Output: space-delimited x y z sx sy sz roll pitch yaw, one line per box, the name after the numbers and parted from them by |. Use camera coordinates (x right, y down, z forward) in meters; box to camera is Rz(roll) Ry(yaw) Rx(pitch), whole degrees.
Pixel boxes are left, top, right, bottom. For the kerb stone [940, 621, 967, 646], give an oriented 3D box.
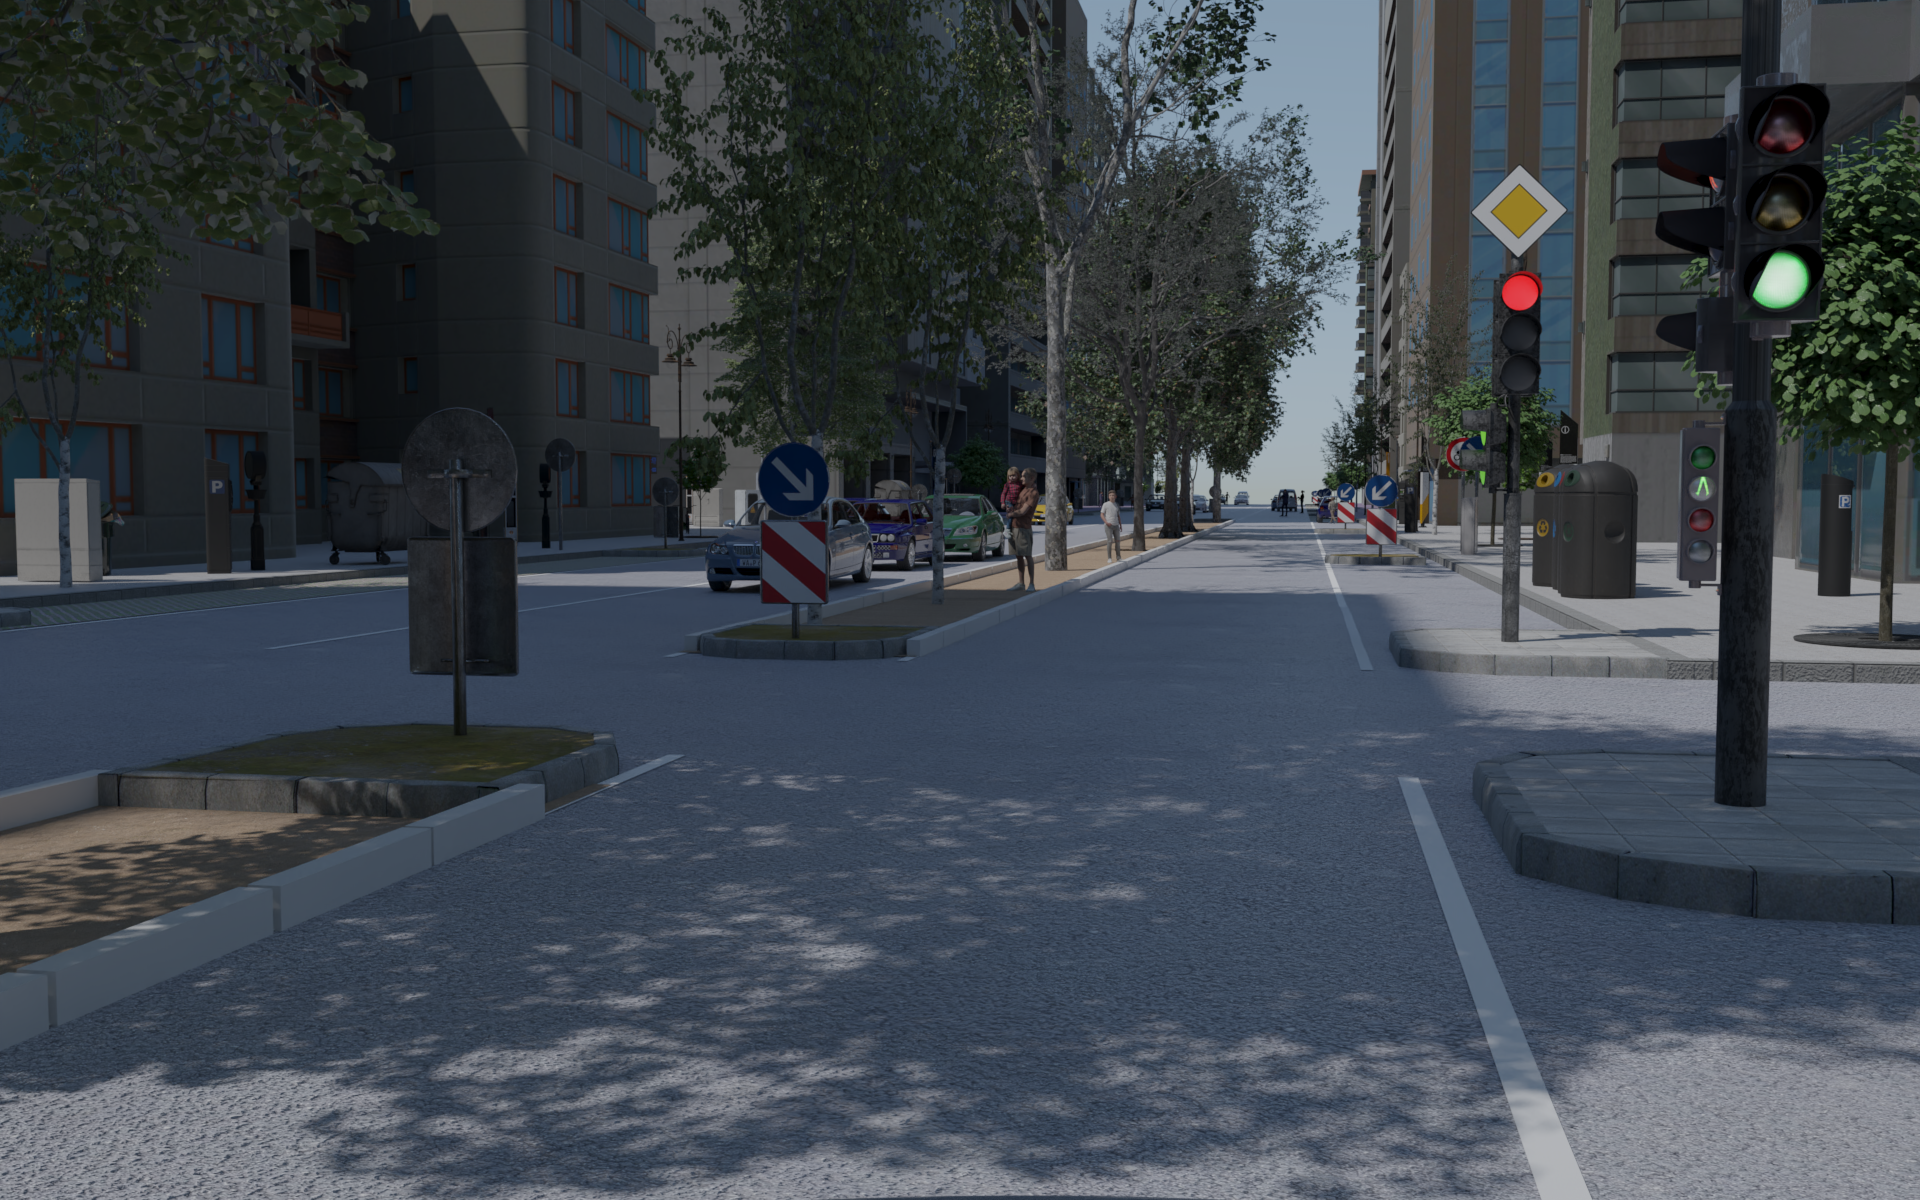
-0.114 0.334 16.727 0.120 0.150 1.000 1 4 11 | kerb stone

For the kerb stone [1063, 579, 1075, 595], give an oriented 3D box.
1.481 -0.157 24.769 0.120 0.150 1.000 1 4 11 | kerb stone

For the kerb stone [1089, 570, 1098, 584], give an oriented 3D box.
2.058 -0.341 27.790 0.120 0.150 1.000 1 4 11 | kerb stone

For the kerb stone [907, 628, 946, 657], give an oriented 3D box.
-0.313 0.396 15.724 0.120 0.150 1.000 1 4 11 | kerb stone

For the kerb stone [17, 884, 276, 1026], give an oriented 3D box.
-2.391 1.042 5.158 0.120 0.150 1.000 1 4 11 | kerb stone

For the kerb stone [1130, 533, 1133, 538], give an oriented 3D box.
5.368 -2.031 55.398 0.120 0.150 1.000 1 4 11 | kerb stone

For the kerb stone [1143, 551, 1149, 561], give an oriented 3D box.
3.855 -0.896 36.844 0.120 0.150 1.000 1 4 11 | kerb stone

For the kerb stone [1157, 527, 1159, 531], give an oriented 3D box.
7.341 -2.645 65.448 0.120 0.150 1.000 1 4 11 | kerb stone

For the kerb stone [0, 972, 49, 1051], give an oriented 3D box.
-2.590 1.104 4.146 0.120 0.150 1.000 1 4 11 | kerb stone

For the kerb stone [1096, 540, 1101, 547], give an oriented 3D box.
3.582 -1.478 46.358 0.120 0.150 1.000 1 4 11 | kerb stone

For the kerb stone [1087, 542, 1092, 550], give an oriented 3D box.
3.192 -1.355 44.350 0.120 0.150 1.000 1 4 11 | kerb stone

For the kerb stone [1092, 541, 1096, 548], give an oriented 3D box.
3.389 -1.414 45.353 0.120 0.150 1.000 1 4 11 | kerb stone

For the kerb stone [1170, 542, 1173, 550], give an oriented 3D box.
5.232 -1.324 43.894 0.120 0.150 1.000 1 4 11 | kerb stone

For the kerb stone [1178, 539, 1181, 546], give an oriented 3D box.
5.830 -1.512 46.915 0.120 0.150 1.000 1 4 11 | kerb stone

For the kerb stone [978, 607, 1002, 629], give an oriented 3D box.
0.278 0.212 18.733 0.120 0.150 1.000 1 4 11 | kerb stone

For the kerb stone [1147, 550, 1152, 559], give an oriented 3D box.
4.044 -0.957 37.850 0.120 0.150 1.000 1 4 11 | kerb stone

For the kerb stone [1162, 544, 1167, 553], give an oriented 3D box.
4.842 -1.204 41.877 0.120 0.150 1.000 1 4 11 | kerb stone

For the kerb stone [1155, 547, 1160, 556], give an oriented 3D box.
4.434 -1.080 39.859 0.120 0.150 1.000 1 4 11 | kerb stone

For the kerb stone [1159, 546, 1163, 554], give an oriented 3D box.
4.640 -1.138 40.868 0.120 0.150 1.000 1 4 11 | kerb stone

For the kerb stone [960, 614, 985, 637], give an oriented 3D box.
0.084 0.276 17.730 0.120 0.150 1.000 1 4 11 | kerb stone

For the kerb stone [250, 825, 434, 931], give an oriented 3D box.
-2.186 0.981 6.172 0.120 0.150 1.000 1 4 11 | kerb stone

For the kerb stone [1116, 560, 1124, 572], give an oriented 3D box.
2.856 -0.588 31.811 0.120 0.150 1.000 1 4 11 | kerb stone

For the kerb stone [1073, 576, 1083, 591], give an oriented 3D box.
1.668 -0.219 25.774 0.120 0.150 1.000 1 4 11 | kerb stone

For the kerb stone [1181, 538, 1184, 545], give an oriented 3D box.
6.032 -1.574 47.926 0.120 0.150 1.000 1 4 11 | kerb stone

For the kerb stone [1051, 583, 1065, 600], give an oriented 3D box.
1.273 -0.096 23.762 0.120 0.150 1.000 1 4 11 | kerb stone

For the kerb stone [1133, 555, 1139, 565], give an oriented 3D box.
3.451 -0.773 34.829 0.120 0.150 1.000 1 4 11 | kerb stone

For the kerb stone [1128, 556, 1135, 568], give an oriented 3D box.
3.259 -0.708 33.820 0.120 0.150 1.000 1 4 11 | kerb stone

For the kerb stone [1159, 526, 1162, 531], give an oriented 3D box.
7.538 -2.707 66.451 0.120 0.150 1.000 1 4 11 | kerb stone

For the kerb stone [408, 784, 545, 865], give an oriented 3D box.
-1.991 0.919 7.176 0.120 0.150 1.000 1 4 11 | kerb stone

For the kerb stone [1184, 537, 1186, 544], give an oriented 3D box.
6.226 -1.632 48.930 0.120 0.150 1.000 1 4 11 | kerb stone

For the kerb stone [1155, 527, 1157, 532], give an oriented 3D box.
7.147 -2.584 64.444 0.120 0.150 1.000 1 4 11 | kerb stone

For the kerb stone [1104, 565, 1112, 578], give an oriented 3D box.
2.457 -0.464 29.798 0.120 0.150 1.000 1 4 11 | kerb stone

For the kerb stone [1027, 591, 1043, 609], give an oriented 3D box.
0.873 0.027 21.750 0.120 0.150 1.000 1 4 11 | kerb stone

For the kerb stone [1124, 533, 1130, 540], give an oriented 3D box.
5.166 -1.969 54.395 0.120 0.150 1.000 1 4 11 | kerb stone

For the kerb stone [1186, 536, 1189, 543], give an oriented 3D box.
6.424 -1.697 49.937 0.120 0.150 1.000 1 4 11 | kerb stone

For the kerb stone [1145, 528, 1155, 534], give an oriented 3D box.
6.949 -2.523 63.442 0.120 0.150 1.000 1 4 11 | kerb stone

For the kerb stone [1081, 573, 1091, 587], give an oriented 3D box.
1.869 -0.275 26.786 0.120 0.150 1.000 1 4 11 | kerb stone

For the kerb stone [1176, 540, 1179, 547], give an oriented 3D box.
5.629 -1.450 45.901 0.120 0.150 1.000 1 4 11 | kerb stone

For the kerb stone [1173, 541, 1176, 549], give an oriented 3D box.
5.434 -1.389 44.898 0.120 0.150 1.000 1 4 11 | kerb stone

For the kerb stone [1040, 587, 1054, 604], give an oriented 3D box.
1.073 -0.034 22.752 0.120 0.150 1.000 1 4 11 | kerb stone

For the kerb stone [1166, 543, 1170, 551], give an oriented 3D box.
5.048 -1.266 42.887 0.120 0.150 1.000 1 4 11 | kerb stone

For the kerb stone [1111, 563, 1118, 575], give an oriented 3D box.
2.655 -0.526 30.801 0.120 0.150 1.000 1 4 11 | kerb stone

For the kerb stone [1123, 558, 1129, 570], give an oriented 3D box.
3.055 -0.647 32.818 0.120 0.150 1.000 1 4 11 | kerb stone

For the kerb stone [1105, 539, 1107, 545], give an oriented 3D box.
3.977 -1.601 48.364 0.120 0.150 1.000 1 4 11 | kerb stone

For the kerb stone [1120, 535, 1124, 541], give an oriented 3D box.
4.770 -1.846 52.375 0.120 0.150 1.000 1 4 11 | kerb stone

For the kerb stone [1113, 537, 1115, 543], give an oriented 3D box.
4.373 -1.723 50.369 0.120 0.150 1.000 1 4 11 | kerb stone

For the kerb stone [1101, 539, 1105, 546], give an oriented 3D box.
3.785 -1.535 47.360 0.120 0.150 1.000 1 4 11 | kerb stone

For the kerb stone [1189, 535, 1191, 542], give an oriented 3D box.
6.622 -1.758 50.941 0.120 0.150 1.000 1 4 11 | kerb stone

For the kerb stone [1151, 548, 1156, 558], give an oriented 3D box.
4.245 -1.019 38.852 0.120 0.150 1.000 1 4 11 | kerb stone

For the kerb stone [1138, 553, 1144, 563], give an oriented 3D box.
3.648 -0.832 35.832 0.120 0.150 1.000 1 4 11 | kerb stone

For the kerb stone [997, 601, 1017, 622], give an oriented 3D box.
0.482 0.150 19.743 0.120 0.150 1.000 1 4 11 | kerb stone

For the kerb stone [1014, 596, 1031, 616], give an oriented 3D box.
0.687 0.089 20.745 0.120 0.150 1.000 1 4 11 | kerb stone

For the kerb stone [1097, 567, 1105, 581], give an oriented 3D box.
2.254 -0.403 28.793 0.120 0.150 1.000 1 4 11 | kerb stone
